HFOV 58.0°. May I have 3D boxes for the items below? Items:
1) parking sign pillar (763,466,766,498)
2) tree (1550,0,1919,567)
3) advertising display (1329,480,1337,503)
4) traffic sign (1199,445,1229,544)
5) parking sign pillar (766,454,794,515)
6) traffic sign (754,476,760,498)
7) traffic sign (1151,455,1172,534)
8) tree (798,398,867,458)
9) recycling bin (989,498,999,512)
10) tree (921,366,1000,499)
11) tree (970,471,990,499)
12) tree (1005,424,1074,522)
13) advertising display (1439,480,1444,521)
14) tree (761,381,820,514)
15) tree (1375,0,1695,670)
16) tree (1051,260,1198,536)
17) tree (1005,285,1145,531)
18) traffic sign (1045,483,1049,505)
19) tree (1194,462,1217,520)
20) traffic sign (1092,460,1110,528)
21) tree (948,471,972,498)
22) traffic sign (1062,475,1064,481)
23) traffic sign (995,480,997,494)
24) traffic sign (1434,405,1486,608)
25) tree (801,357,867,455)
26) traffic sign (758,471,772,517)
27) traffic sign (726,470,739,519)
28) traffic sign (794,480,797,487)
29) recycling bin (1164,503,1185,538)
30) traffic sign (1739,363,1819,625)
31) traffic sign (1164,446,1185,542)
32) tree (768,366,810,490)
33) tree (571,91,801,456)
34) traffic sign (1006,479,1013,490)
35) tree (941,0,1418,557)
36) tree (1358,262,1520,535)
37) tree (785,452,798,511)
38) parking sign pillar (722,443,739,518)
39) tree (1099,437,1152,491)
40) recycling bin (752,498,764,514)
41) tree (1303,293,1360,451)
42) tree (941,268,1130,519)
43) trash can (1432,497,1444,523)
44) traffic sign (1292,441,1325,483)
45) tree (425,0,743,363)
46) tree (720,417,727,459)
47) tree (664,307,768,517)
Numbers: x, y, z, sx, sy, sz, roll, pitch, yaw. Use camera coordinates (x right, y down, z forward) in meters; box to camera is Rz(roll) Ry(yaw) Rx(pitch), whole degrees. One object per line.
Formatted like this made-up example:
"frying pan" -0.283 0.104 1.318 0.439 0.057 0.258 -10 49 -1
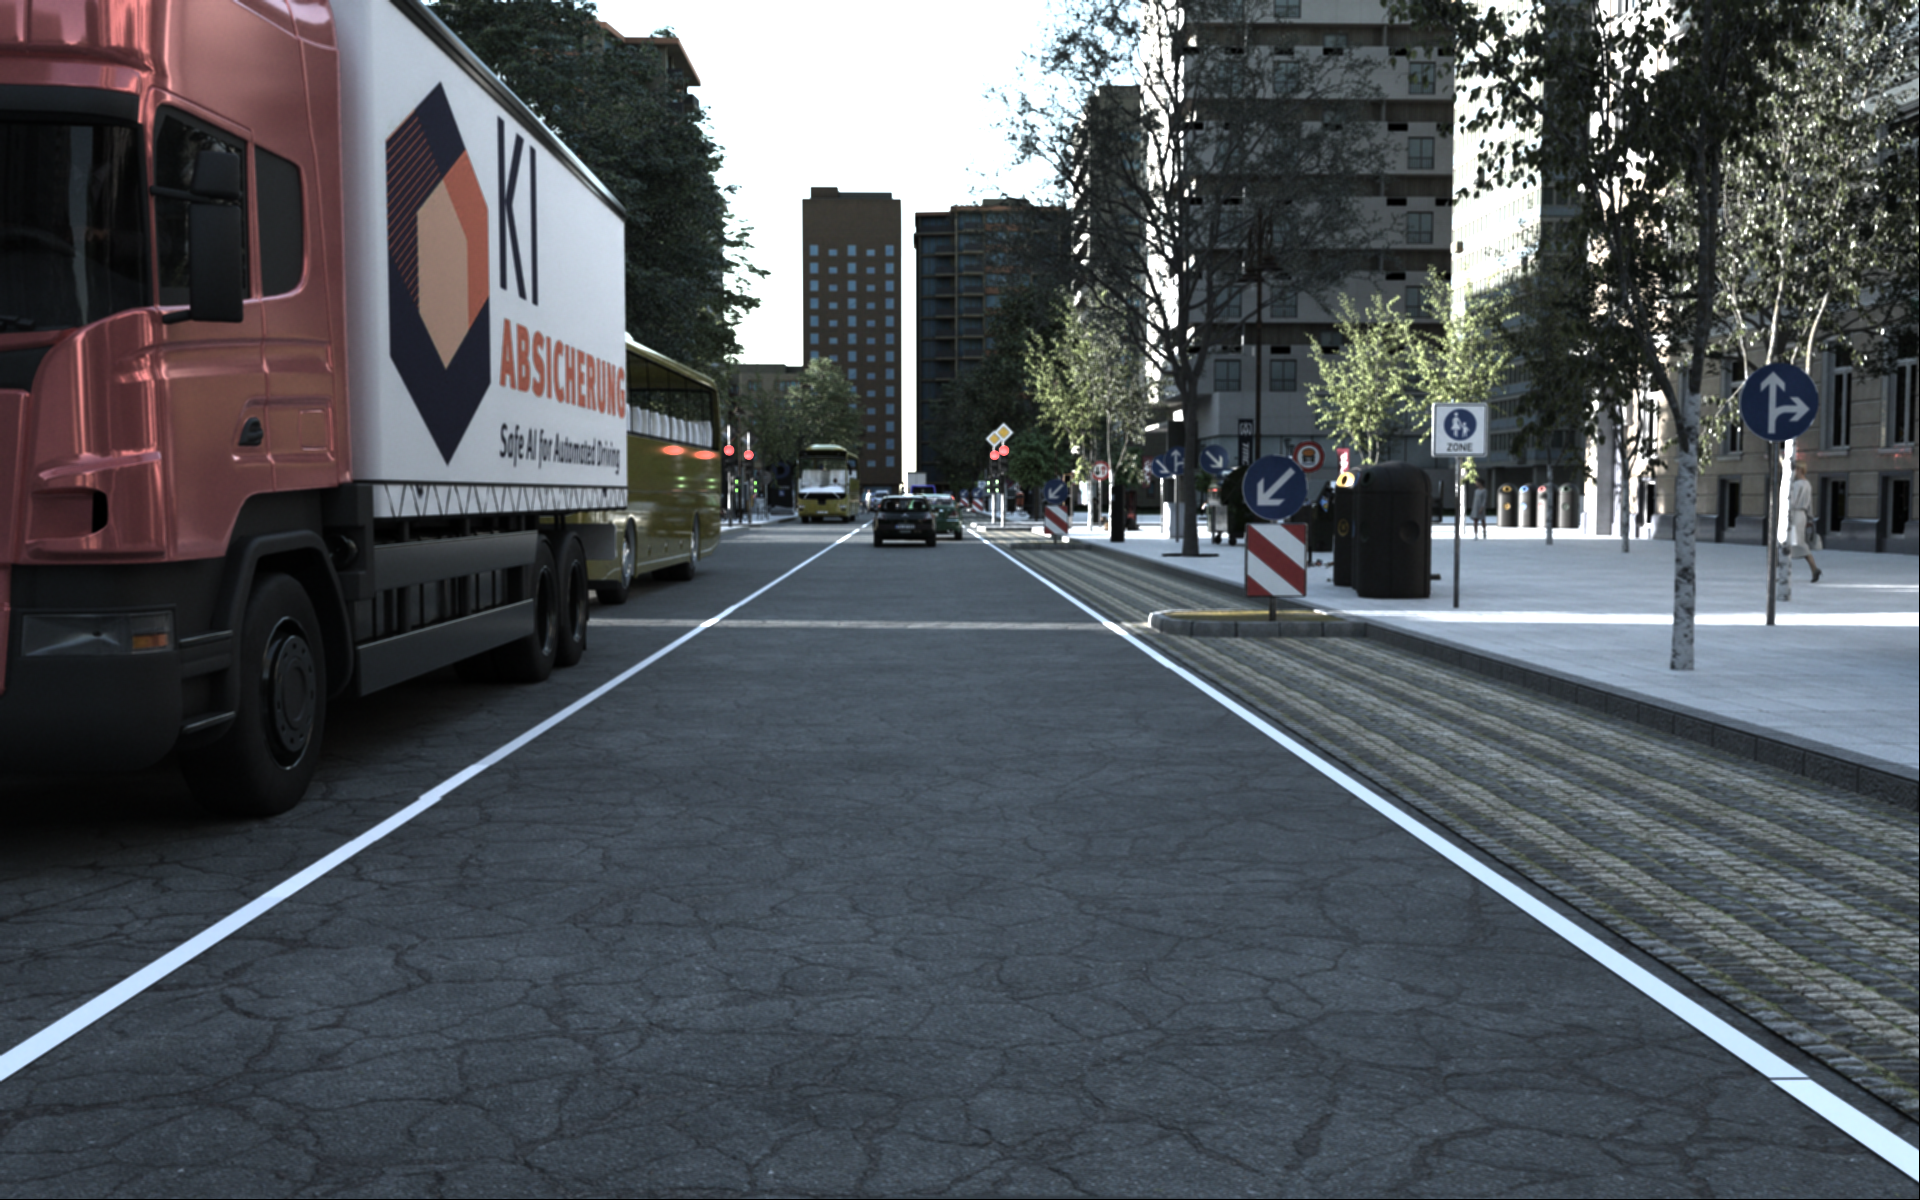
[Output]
"parking sign pillar" -12.909 -7.962 118.648 1.447 3.967 1.447 3 5 41
"tree" 14.031 -5.862 30.253 7.601 10.594 8.767 1 4 9
"advertising display" 17.107 -4.466 78.229 0.974 1.923 0.123 -1 4 -16
"traffic sign" 6.565 -2.733 44.794 0.768 2.556 0.104 0 4 3
"parking sign pillar" -10.774 -7.114 104.791 1.447 3.967 1.447 0 4 2
"traffic sign" -14.608 -7.545 123.466 0.768 2.556 0.104 1 4 8
"traffic sign" 6.540 -3.417 55.970 0.768 2.556 0.104 0 4 -1
"tree" -12.324 -13.600 156.768 8.767 10.594 7.601 0 4 8
"recycling bin" 2.406 -6.821 124.084 0.722 1.027 0.722 0 4 1
"tree" 1.369 -16.019 168.565 9.857 13.997 8.962 0 3 0
"tree" 1.801 -9.165 144.455 1.663 3.219 1.824 0 3 0
"tree" 3.574 -5.911 80.358 4.285 4.588 4.351 0 3 0
"advertising display" 21.910 -4.506 78.882 0.123 1.923 0.974 1 4 11
"tree" -10.822 -9.892 112.097 4.360 8.622 3.978 0 3 0
"tree" 5.125 -3.806 12.592 4.360 8.622 3.978 0 3 0
"tree" 4.877 -6.266 52.809 4.360 8.622 3.978 0 3 0
"tree" 4.244 -6.660 59.248 4.737 8.622 4.395 0 3 0
"traffic sign" 5.301 -6.370 104.147 0.884 2.594 0.081 0 4 4
"tree" 12.974 -5.879 90.730 1.663 3.219 1.824 0 3 0
"traffic sign" 5.332 -4.016 65.765 0.768 2.556 0.104 0 4 6
"tree" -0.003 -14.172 215.420 4.285 4.588 4.351 0 3 0
"traffic sign" 6.833 -6.948 113.712 0.768 2.556 0.104 0 4 1
"traffic sign" 2.544 -7.518 123.026 0.768 2.556 0.104 0 4 -1
"traffic sign" 5.602 -1.062 19.492 0.606 2.300 0.079 0 4 1
"tree" -11.171 -13.767 143.222 7.486 12.596 7.792 0 3 0
"traffic sign" -10.668 -5.791 94.786 0.768 2.556 0.104 0 4 1
"traffic sign" -11.729 -5.467 89.491 0.768 2.556 0.104 0 4 8
"traffic sign" -11.688 -7.684 125.645 0.884 2.594 0.081 0 4 3
"recycling bin" 6.388 -2.331 50.670 0.722 1.027 0.722 0 4 -4
"traffic sign" 7.945 -1.027 16.899 0.768 2.556 0.104 0 4 1
"traffic sign" 5.803 -2.817 46.160 0.768 2.556 0.104 0 4 -1
"tree" -10.770 -9.027 97.959 4.737 8.622 4.395 0 3 0
"tree" -9.259 -8.036 49.513 7.486 12.596 7.792 0 3 0
"traffic sign" 3.608 -7.952 130.118 0.768 2.556 0.104 0 4 1
"tree" 4.687 -7.650 35.442 12.009 13.543 11.850 0 3 0
"tree" 15.610 -6.352 54.225 4.737 8.622 4.395 0 3 0
"tree" -12.238 -8.838 128.211 4.285 4.588 4.351 0 3 0
"parking sign pillar" -12.318 -6.307 91.595 1.447 3.967 1.447 -1 4 -13
"tree" 9.399 -7.083 99.514 4.285 4.588 4.351 0 3 0
"recycling bin" -13.286 -6.181 113.614 0.722 1.027 0.722 3 5 43
"tree" 14.452 -6.807 61.660 4.737 8.622 4.395 0 3 0
"tree" 3.832 -10.462 88.062 9.611 12.733 9.660 0 3 0
"trash can" 20.973 -3.967 76.508 0.748 1.137 0.748 0 3 0
"traffic sign" 8.318 -2.527 41.417 0.768 2.556 0.104 0 4 2
"tree" -9.481 -8.133 39.629 9.857 13.997 8.962 0 3 0
"tree" -19.839 -11.274 134.689 4.360 8.622 3.978 0 3 0
"tree" -9.843 -6.821 61.886 4.737 8.622 4.395 0 3 0
